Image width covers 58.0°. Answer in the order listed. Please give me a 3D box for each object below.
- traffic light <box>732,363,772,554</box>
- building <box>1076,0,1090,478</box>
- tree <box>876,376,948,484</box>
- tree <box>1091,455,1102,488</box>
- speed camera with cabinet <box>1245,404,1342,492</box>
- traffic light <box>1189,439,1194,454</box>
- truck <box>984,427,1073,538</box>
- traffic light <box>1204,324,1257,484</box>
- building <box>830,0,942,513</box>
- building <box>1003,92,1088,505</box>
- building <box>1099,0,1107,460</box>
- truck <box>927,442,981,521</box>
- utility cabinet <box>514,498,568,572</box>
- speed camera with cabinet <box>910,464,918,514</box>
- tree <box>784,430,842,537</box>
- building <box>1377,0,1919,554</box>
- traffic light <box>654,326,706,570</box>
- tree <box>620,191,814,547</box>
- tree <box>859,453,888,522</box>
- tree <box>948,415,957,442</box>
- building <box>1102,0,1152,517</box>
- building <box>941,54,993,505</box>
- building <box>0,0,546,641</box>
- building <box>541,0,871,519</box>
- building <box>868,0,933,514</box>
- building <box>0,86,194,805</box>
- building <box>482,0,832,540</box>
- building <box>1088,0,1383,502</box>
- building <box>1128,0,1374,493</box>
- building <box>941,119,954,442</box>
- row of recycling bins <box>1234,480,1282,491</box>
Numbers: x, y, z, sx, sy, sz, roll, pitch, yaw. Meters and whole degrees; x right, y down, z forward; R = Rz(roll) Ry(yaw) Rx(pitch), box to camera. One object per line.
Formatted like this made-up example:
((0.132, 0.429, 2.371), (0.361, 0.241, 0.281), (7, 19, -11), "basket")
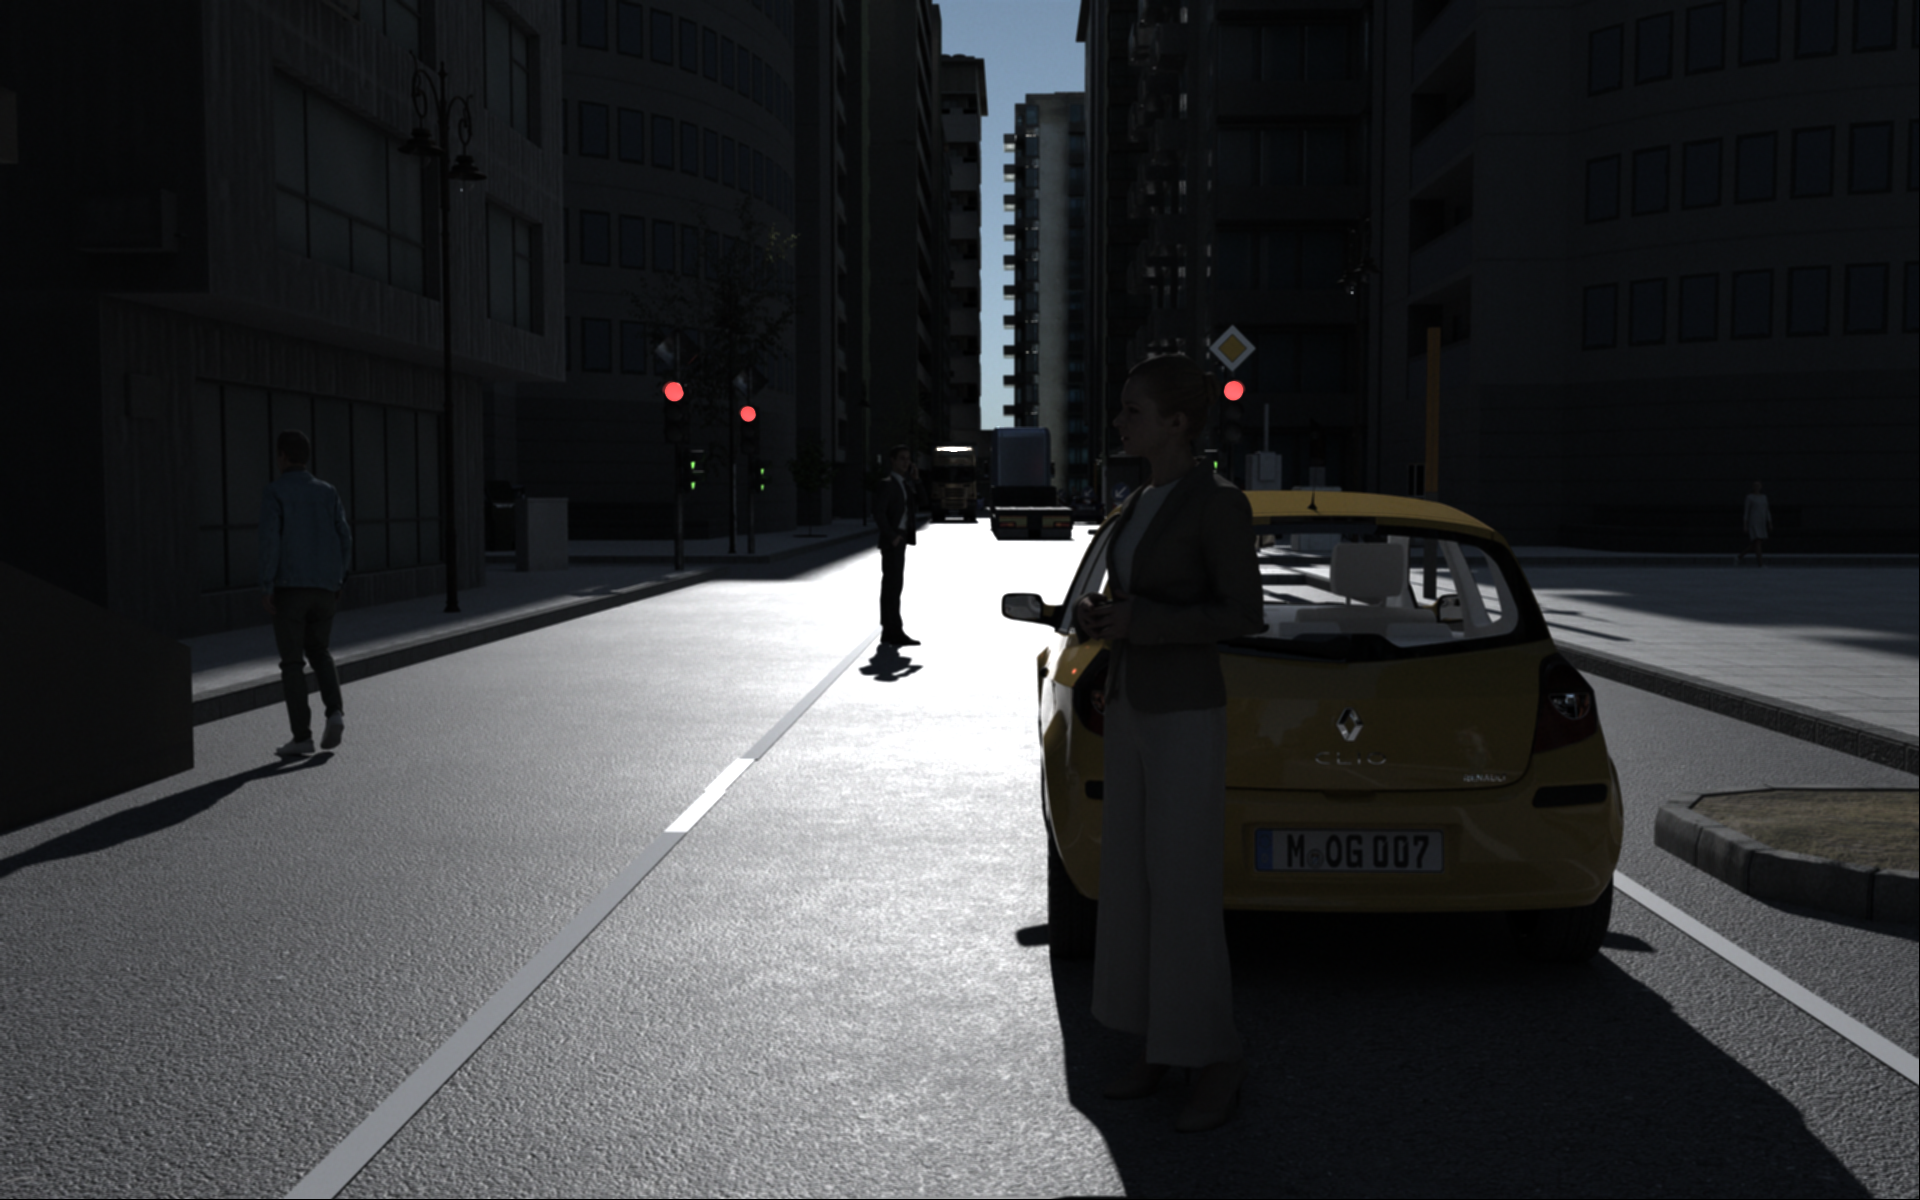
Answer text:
((-4.464, -2.945, 37.064), (0.839, 4.253, 0.868), (0, 4, 2), "traffic light")
((26.333, -35.702, 172.972), (28.713, 52.752, 27.495), (0, 4, 2), "building")
((-3.333, -9.681, 108.649), (4.737, 8.622, 4.395), (0, 3, 0), "tree")
((10.429, -8.069, 115.640), (4.285, 4.588, 4.351), (0, 3, 0), "tree")
((7.379, -2.691, 38.326), (2.038, 3.252, 0.660), (0, 4, -7), "speed camera with cabinet")
((4.743, -2.928, 36.788), (0.839, 4.253, 0.868), (0, 4, 2), "traffic light")
((2.423, -4.545, 64.064), (2.967, 4.110, 18.799), (0, 4, 0), "truck")
((4.489, -2.440, 28.807), (0.839, 4.253, 0.868), (0, 4, 2), "traffic light")
((-8.786, -27.950, 140.570), (14.154, 41.232, 14.086), (0, 4, 2), "building")
((20.437, -35.869, 206.071), (30.456, 49.044, 23.786), (0, 4, 2), "building")
((17.266, -28.973, 123.822), (14.600, 45.320, 14.200), (0, 4, 2), "building")
((-0.314, -6.467, 94.649), (2.839, 4.237, 11.283), (0, 3, 0), "truck")
((-7.009, -1.092, 29.009), (0.306, 1.237, 1.020), (2, 4, 28), "utility cabinet")
((-3.536, -7.196, 111.992), (2.038, 3.252, 0.660), (-1, 4, -14), "speed camera with cabinet")
((-4.364, -3.504, 51.886), (1.663, 3.219, 1.824), (0, 3, 0), "tree")
((26.833, -30.749, 44.753), (28.212, 58.520, 21.231), (0, 4, 2), "building")
((-4.718, -2.456, 29.082), (0.839, 4.253, 0.868), (0, 4, 2), "traffic light")
((-5.696, -5.571, 41.446), (4.360, 8.622, 3.978), (0, 3, 0), "tree")
((-3.777, -5.269, 80.744), (1.663, 3.219, 1.824), (0, 3, 0), "tree")
((-1.814, -12.333, 152.012), (4.737, 8.622, 4.395), (0, 3, 0), "tree")
((15.367, -20.210, 102.135), (14.160, 30.474, 14.107), (0, 4, 2), "building")
((-8.439, -37.940, 209.559), (27.495, 52.752, 28.713), (0, 4, 2), "building")
((-12.644, -20.560, 19.748), (14.086, 41.232, 14.154), (0, 4, 2), "building")
((-12.147, -24.731, 87.950), (14.154, 41.232, 14.086), (0, 4, 2), "building")
((-13.101, -30.518, 122.665), (21.300, 48.544, 21.600), (0, 4, 2), "building")
((-20.325, -18.931, 1.409), (32.217, 40.220, 23.993), (0, 4, 2), "building")
((-16.388, -31.587, 58.448), (21.231, 58.520, 28.212), (0, 4, 2), "building")
((21.336, -36.865, 144.750), (21.231, 58.520, 28.212), (0, 4, 2), "building")
((18.590, -27.622, 71.226), (23.786, 49.044, 30.456), (0, 4, 2), "building")
((-12.755, -29.393, 172.454), (23.993, 40.220, 32.217), (0, 4, 2), "building")
((8.346, -2.663, 50.656), (1.069, 1.692, 3.534), (-1, 4, -19), "row of recycling bins")
